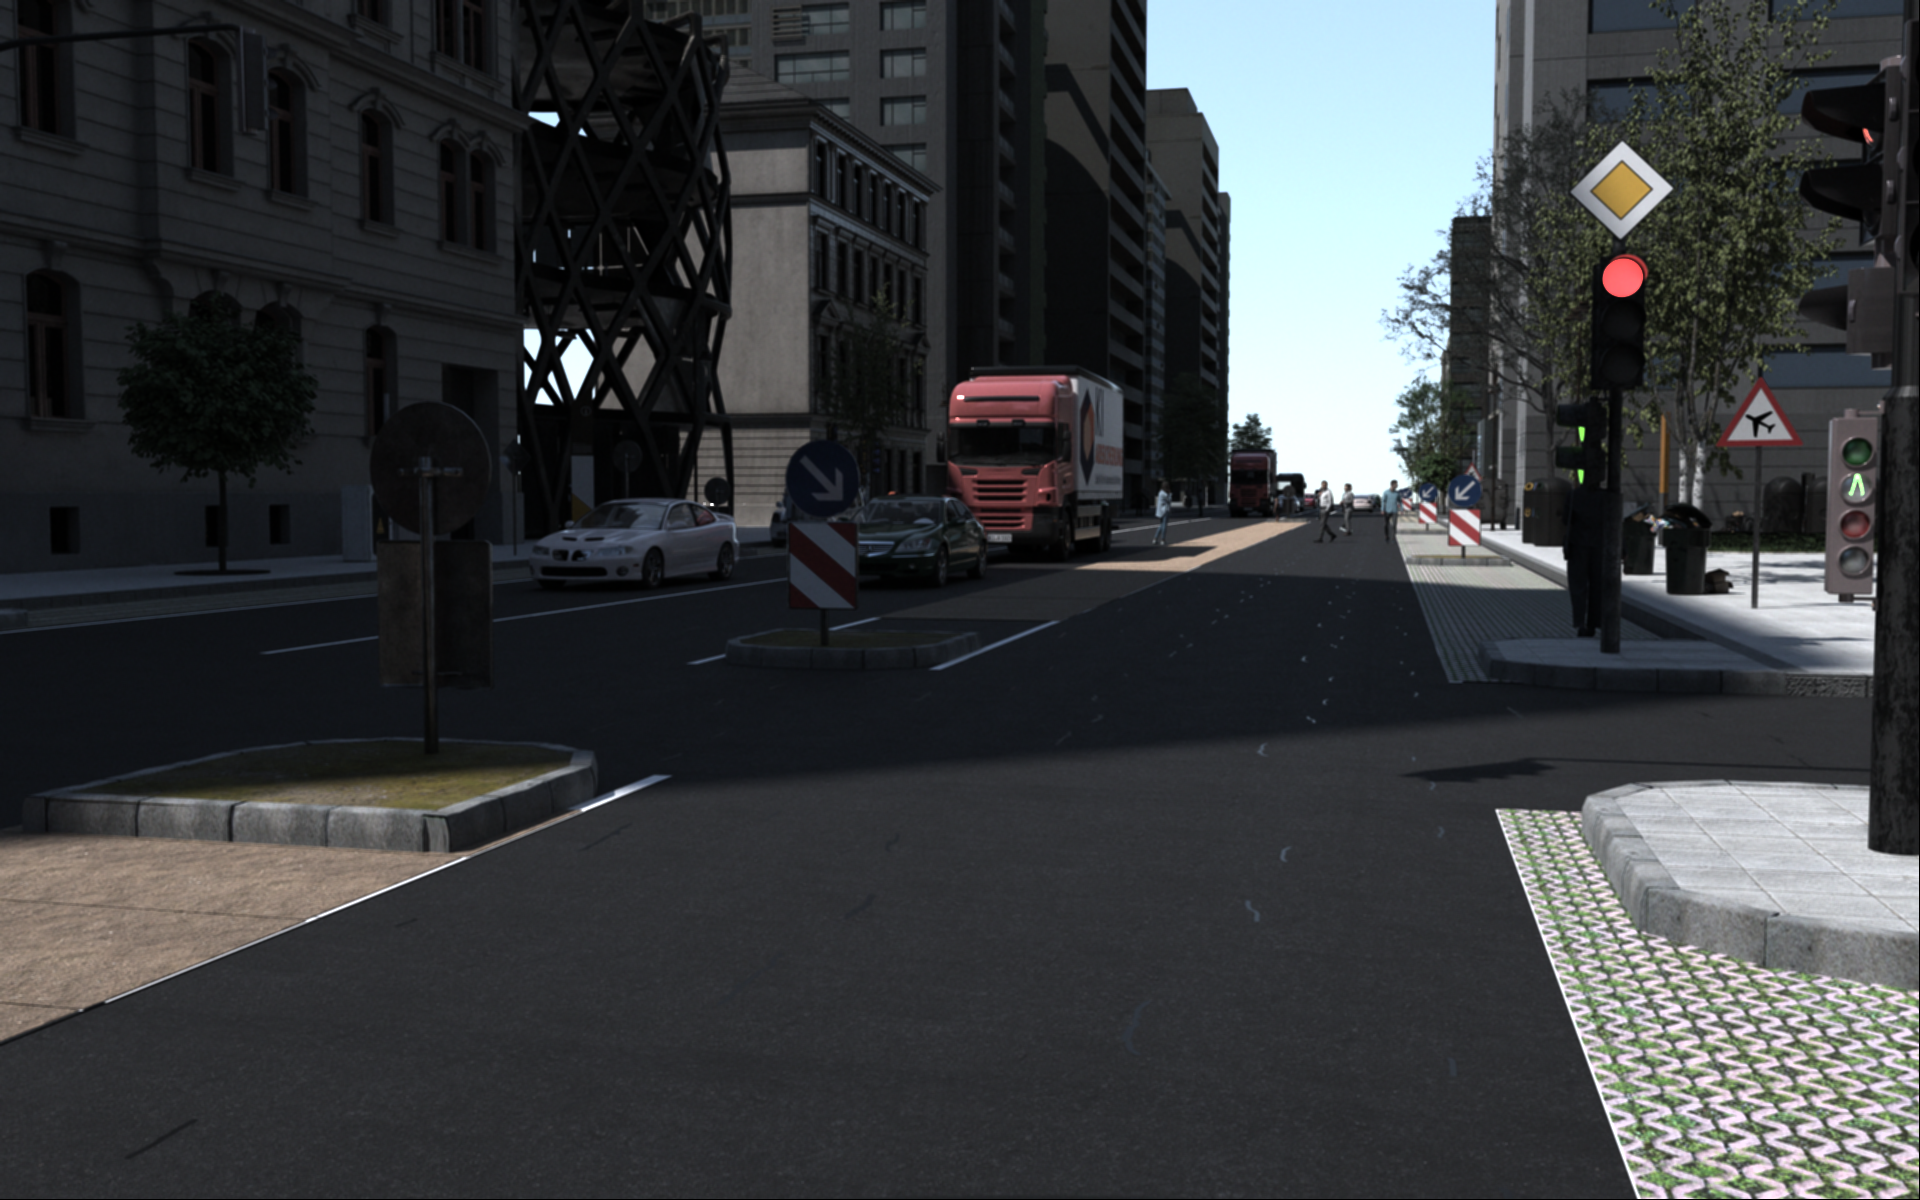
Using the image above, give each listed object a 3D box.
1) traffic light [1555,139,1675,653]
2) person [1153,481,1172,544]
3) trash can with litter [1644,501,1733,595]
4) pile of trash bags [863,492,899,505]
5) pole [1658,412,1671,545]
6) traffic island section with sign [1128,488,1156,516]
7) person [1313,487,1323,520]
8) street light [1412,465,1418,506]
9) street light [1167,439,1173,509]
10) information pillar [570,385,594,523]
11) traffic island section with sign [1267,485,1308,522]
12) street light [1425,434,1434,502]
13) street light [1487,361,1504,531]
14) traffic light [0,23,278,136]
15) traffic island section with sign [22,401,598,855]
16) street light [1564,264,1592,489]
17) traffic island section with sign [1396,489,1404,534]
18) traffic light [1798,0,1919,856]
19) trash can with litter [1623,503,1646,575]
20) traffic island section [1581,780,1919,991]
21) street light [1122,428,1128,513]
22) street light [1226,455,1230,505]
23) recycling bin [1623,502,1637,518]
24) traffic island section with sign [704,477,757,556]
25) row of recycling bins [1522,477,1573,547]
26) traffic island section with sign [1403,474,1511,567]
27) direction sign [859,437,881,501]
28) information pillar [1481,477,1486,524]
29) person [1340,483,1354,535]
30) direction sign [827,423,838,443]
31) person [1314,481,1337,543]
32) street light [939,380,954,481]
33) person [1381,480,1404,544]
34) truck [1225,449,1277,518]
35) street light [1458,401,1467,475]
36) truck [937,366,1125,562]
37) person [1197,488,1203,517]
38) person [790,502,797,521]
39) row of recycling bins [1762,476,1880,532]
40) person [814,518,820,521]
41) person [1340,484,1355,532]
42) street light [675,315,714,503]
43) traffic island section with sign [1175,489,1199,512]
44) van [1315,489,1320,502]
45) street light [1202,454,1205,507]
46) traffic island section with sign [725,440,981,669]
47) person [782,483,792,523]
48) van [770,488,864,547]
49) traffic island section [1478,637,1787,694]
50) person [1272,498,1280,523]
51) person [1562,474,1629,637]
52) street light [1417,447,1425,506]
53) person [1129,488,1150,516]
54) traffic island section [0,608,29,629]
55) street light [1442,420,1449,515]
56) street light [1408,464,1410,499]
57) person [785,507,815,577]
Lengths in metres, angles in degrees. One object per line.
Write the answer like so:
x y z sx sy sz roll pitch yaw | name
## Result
5.246 -1.528 13.912 0.839 4.253 0.868 1 4 14 | traffic light
5.776 -2.482 49.353 0.793 1.790 0.793 3 5 44 | person
9.439 -0.666 22.277 1.055 1.170 0.624 -2 4 -34 | trash can with litter
-3.207 -3.467 66.444 1.912 1.369 3.447 2 4 25 | pile of trash bags
17.583 -3.021 43.233 0.158 3.312 0.155 0 3 0 | pole
12.294 -6.500 114.906 1.989 1.847 2.006 1 4 14 | traffic island section with sign
20.246 -5.404 96.945 0.705 1.814 1.350 -3 5 -39 | person
49.977 -13.239 189.240 0.468 5.910 1.993 1 4 14 | street light
17.606 -10.531 144.973 0.468 5.910 1.993 1 4 14 | street light
-8.134 -2.815 37.387 0.504 3.616 0.183 -1 4 -15 | information pillar
16.709 -4.898 88.218 2.006 1.907 1.989 1 4 14 | traffic island section with sign
36.463 -9.870 134.155 0.468 5.910 1.993 1 4 14 | street light
18.550 -5.343 60.139 0.468 5.910 1.993 1 4 14 | street light
-9.140 -2.614 17.411 4.771 5.953 1.251 1 4 14 | traffic light
-2.761 0.009 7.993 2.006 1.907 1.989 1 4 14 | traffic island section with sign
12.291 -3.771 34.449 0.468 5.910 1.993 1 4 14 | street light
16.504 -3.239 61.587 1.989 1.847 2.006 1 4 14 | traffic island section with sign
1.308 -1.947 6.504 4.771 5.953 1.251 1 4 14 | traffic light
10.553 -0.991 27.589 1.055 1.170 0.624 2 4 24 | trash can with litter
3.399 0.980 6.256 2.009 0.180 2.903 1 4 14 | traffic island section
11.243 -8.941 118.977 0.468 5.910 1.993 1 4 14 | street light
30.898 -13.884 199.784 0.468 5.910 1.993 1 4 14 | street light
21.488 -2.677 56.323 0.722 1.027 0.722 -1 4 -8 | recycling bin
-5.818 -1.936 40.275 1.989 1.847 2.006 1 4 14 | traffic island section with sign
14.881 -2.242 43.765 1.069 1.692 3.534 1 4 12 | row of recycling bins
10.090 -1.622 35.152 1.989 1.847 2.006 1 4 14 | traffic island section with sign
-3.597 -4.722 69.196 0.876 3.537 0.379 -1 4 -20 | direction sign
22.180 -4.241 73.829 0.304 2.012 0.304 -3 5 -44 | information pillar
13.402 -3.153 60.246 0.583 1.804 0.606 -1 4 -21 | person
-4.081 -3.876 55.369 0.379 3.537 0.876 1 4 17 | direction sign
10.822 -2.616 51.378 0.850 1.850 0.679 -1 4 -21 | person
-0.475 -5.976 70.495 0.468 5.910 1.993 1 4 14 | street light
12.534 -2.559 50.206 0.638 1.841 0.748 1 4 16 | person
18.479 -7.356 109.182 2.839 4.237 11.283 1 4 13 | truck
24.835 -6.914 85.824 0.468 5.910 1.993 1 4 14 | street light
1.887 -3.141 40.268 2.839 4.237 11.283 1 4 12 | truck
15.334 -6.241 110.622 0.705 1.814 1.350 0 3 0 | person
-3.114 -1.576 34.395 0.709 1.813 0.853 2 4 26 | person
20.634 -2.030 40.302 3.534 1.692 1.069 1 4 15 | row of recycling bins
-2.975 -1.635 35.802 0.524 1.755 0.480 3 4 36 | person
14.833 -3.544 66.456 0.620 1.820 0.660 3 4 38 | person
-6.849 -4.406 44.833 0.468 5.910 1.993 1 4 14 | street light
18.654 -8.102 141.103 1.989 1.847 2.006 1 4 14 | traffic island section with sign
45.716 -13.087 218.360 2.240 2.365 5.245 1 4 16 | van
24.521 -12.314 174.113 0.468 5.910 1.993 1 4 14 | street light
-1.005 -0.431 15.189 2.006 1.907 1.989 1 4 14 | traffic island section with sign
-4.155 -2.134 43.649 0.793 1.790 0.793 0 4 8 | person
-3.876 -2.470 47.400 2.013 2.044 4.112 1 4 13 | van
5.282 0.505 14.017 2.009 0.180 2.903 1 4 14 | traffic island section
15.792 -4.488 86.552 0.373 1.253 0.362 2 4 31 | person
6.107 -0.478 16.729 0.576 1.772 0.534 0 4 -5 | person
42.792 -11.452 160.034 0.468 5.910 1.993 1 4 14 | street light
11.587 -6.325 111.931 1.348 1.821 0.705 0 4 -5 | person
-11.230 0.261 18.014 2.009 0.180 2.903 1 4 14 | traffic island section
30.304 -8.285 108.239 0.468 5.910 1.993 1 4 14 | street light
56.300 -14.847 215.530 0.468 5.910 1.993 1 4 14 | street light
-2.563 -1.178 28.112 0.624 1.780 0.694 -1 4 -17 | person
